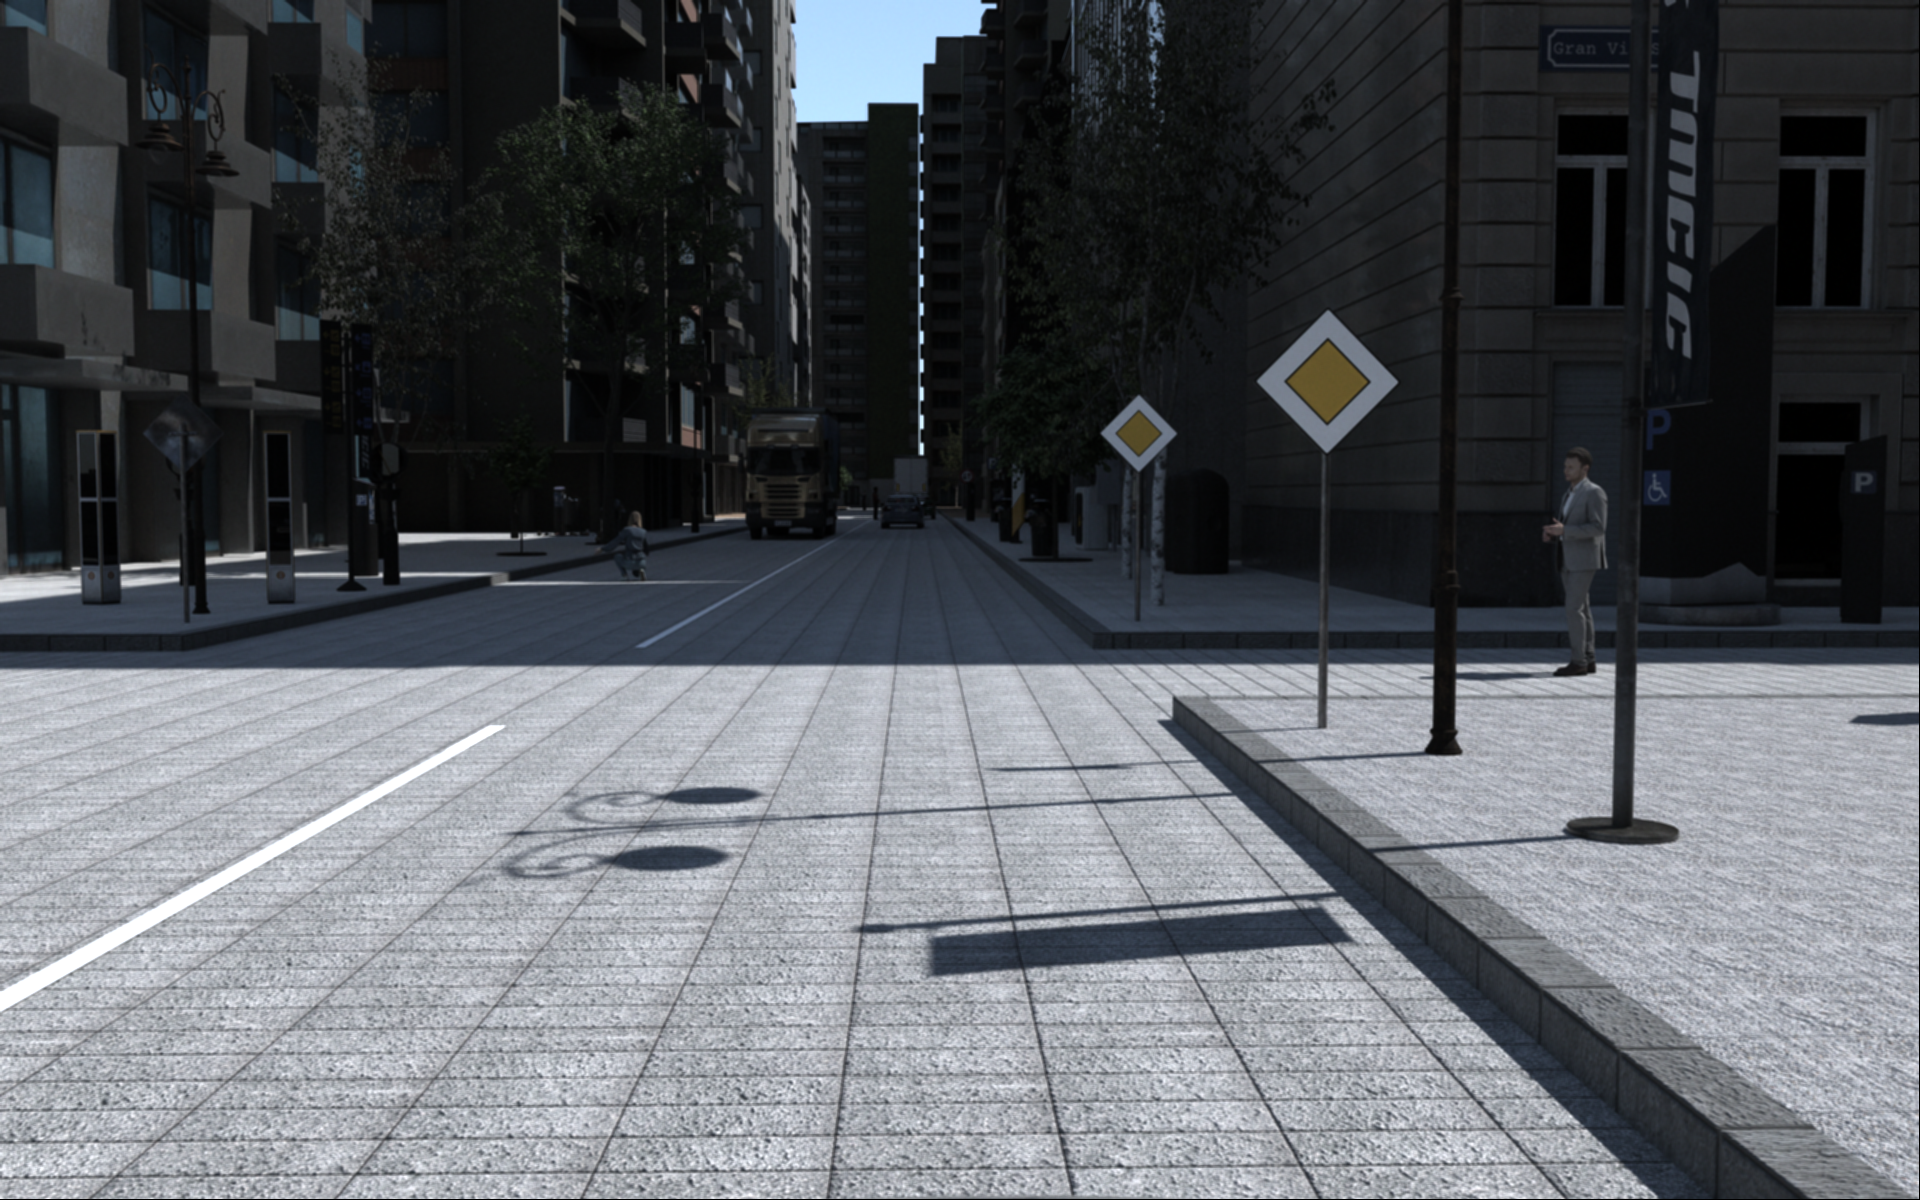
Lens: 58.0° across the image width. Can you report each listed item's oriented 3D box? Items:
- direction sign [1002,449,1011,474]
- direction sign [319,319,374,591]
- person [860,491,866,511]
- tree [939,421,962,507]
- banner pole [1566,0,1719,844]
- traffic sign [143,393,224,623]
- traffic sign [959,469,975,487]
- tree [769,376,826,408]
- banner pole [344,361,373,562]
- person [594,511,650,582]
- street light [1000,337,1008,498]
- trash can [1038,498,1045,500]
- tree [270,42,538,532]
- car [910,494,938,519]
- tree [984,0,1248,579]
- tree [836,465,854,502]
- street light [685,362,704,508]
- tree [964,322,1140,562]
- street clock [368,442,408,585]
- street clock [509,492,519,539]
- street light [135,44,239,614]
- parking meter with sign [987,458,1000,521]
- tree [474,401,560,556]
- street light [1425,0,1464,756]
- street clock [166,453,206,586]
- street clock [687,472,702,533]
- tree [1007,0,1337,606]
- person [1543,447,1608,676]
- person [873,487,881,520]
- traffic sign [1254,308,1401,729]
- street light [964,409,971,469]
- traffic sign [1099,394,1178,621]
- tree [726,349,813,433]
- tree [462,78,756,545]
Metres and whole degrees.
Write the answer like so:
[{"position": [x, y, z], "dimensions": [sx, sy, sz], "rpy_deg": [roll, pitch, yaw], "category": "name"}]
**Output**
[{"position": [2.085, -4.690, 68.683], "dimensions": [0.876, 3.537, 0.379], "rpy_deg": [2, 4, 25], "category": "direction sign"}, {"position": [-8.084, -1.891, 22.907], "dimensions": [0.379, 3.537, 0.876], "rpy_deg": [2, 4, 27], "category": "direction sign"}, {"position": [-8.439, -8.618, 150.214], "dimensions": [0.742, 1.727, 0.445], "rpy_deg": [1, 4, 23], "category": "person"}, {"position": [-0.322, -13.390, 169.292], "dimensions": [4.737, 8.622, 4.395], "rpy_deg": [0, 3, 0], "category": "tree"}, {"position": [2.502, -0.989, 6.189], "dimensions": [0.401, 3.779, 0.863], "rpy_deg": [0, 4, -1], "category": "banner pole"}, {"position": [-7.703, -0.829, 17.204], "dimensions": [0.795, 2.450, 0.064], "rpy_deg": [0, 4, -1], "category": "traffic sign"}, {"position": [0.349, -5.287, 86.548], "dimensions": [0.768, 2.556, 0.104], "rpy_deg": [0, 4, 5], "category": "traffic sign"}, {"position": [-10.332, -9.705, 109.033], "dimensions": [4.360, 8.622, 3.978], "rpy_deg": [0, 3, 0], "category": "tree"}, {"position": [-11.359, -2.619, 32.830], "dimensions": [0.401, 3.779, 0.863], "rpy_deg": [1, 4, 15], "category": "banner pole"}, {"position": [-5.491, -0.883, 28.428], "dimensions": [1.012, 1.151, 0.738], "rpy_deg": [-2, 4, -26], "category": "person"}, {"position": [1.345, -4.795, 51.183], "dimensions": [0.468, 5.910, 1.993], "rpy_deg": [0, 4, -1], "category": "street light"}, {"position": [3.140, -3.622, 70.878], "dimensions": [0.748, 1.137, 0.748], "rpy_deg": [0, 3, 0], "category": "trash can"}, {"position": [-9.393, -4.791, 28.697], "dimensions": [4.360, 8.622, 3.978], "rpy_deg": [0, 3, 0], "category": "tree"}, {"position": [-2.306, -5.364, 99.503], "dimensions": [2.131, 1.459, 4.920], "rpy_deg": [0, 4, -1], "category": "car"}, {"position": [2.490, -4.641, 26.245], "dimensions": [4.737, 8.622, 4.395], "rpy_deg": [0, 3, 0], "category": "tree"}, {"position": [-12.064, -11.363, 169.502], "dimensions": [4.285, 4.588, 4.351], "rpy_deg": [0, 3, 0], "category": "tree"}, {"position": [-9.059, -5.288, 59.254], "dimensions": [0.468, 5.910, 1.993], "rpy_deg": [0, 4, -1], "category": "street light"}, {"position": [1.803, -3.032, 33.294], "dimensions": [4.285, 4.588, 4.351], "rpy_deg": [0, 3, 0], "category": "tree"}, {"position": [-8.025, -1.213, 24.395], "dimensions": [0.471, 2.002, 0.358], "rpy_deg": [0, 4, -4], "category": "street clock"}, {"position": [-12.852, -2.775, 49.933], "dimensions": [0.358, 2.002, 0.471], "rpy_deg": [-2, 4, -28], "category": "street clock"}, {"position": [-8.150, -2.791, 18.427], "dimensions": [0.468, 5.910, 1.993], "rpy_deg": [0, 4, -1], "category": "street light"}, {"position": [1.632, -5.249, 82.083], "dimensions": [0.543, 3.016, 1.738], "rpy_deg": [0, 4, -5], "category": "parking meter with sign"}, {"position": [-9.074, -2.539, 36.108], "dimensions": [1.663, 3.219, 1.824], "rpy_deg": [0, 3, 0], "category": "tree"}, {"position": [2.396, -2.178, 8.405], "dimensions": [0.468, 5.910, 1.993], "rpy_deg": [0, 4, -1], "category": "street light"}, {"position": [-10.801, -1.202, 24.224], "dimensions": [0.471, 2.002, 0.358], "rpy_deg": [0, 4, 6], "category": "street clock"}, {"position": [-8.783, -3.231, 57.402], "dimensions": [0.471, 2.002, 0.358], "rpy_deg": [2, 4, 32], "category": "street clock"}, {"position": [2.307, -4.257, 19.967], "dimensions": [4.360, 8.622, 3.978], "rpy_deg": [0, 3, 0], "category": "tree"}, {"position": [4.841, -0.311, 13.788], "dimensions": [0.583, 1.804, 0.606], "rpy_deg": [-1, 4, -11], "category": "person"}, {"position": [-4.651, -5.375, 96.342], "dimensions": [0.705, 1.831, 1.348], "rpy_deg": [-1, 4, -15], "category": "person"}, {"position": [1.983, -0.354, 9.431], "dimensions": [0.795, 2.450, 0.064], "rpy_deg": [0, 4, -1], "category": "traffic sign"}, {"position": [0.427, -7.293, 92.022], "dimensions": [0.468, 5.910, 1.993], "rpy_deg": [0, 4, -1], "category": "street light"}, {"position": [1.789, -0.842, 17.414], "dimensions": [0.795, 2.450, 0.064], "rpy_deg": [0, 4, -1], "category": "traffic sign"}, {"position": [-9.987, -8.465, 88.759], "dimensions": [4.737, 8.622, 4.395], "rpy_deg": [0, 3, 0], "category": "tree"}, {"position": [-8.752, -7.204, 43.540], "dimensions": [9.928, 11.665, 9.643], "rpy_deg": [0, 3, 0], "category": "tree"}]
